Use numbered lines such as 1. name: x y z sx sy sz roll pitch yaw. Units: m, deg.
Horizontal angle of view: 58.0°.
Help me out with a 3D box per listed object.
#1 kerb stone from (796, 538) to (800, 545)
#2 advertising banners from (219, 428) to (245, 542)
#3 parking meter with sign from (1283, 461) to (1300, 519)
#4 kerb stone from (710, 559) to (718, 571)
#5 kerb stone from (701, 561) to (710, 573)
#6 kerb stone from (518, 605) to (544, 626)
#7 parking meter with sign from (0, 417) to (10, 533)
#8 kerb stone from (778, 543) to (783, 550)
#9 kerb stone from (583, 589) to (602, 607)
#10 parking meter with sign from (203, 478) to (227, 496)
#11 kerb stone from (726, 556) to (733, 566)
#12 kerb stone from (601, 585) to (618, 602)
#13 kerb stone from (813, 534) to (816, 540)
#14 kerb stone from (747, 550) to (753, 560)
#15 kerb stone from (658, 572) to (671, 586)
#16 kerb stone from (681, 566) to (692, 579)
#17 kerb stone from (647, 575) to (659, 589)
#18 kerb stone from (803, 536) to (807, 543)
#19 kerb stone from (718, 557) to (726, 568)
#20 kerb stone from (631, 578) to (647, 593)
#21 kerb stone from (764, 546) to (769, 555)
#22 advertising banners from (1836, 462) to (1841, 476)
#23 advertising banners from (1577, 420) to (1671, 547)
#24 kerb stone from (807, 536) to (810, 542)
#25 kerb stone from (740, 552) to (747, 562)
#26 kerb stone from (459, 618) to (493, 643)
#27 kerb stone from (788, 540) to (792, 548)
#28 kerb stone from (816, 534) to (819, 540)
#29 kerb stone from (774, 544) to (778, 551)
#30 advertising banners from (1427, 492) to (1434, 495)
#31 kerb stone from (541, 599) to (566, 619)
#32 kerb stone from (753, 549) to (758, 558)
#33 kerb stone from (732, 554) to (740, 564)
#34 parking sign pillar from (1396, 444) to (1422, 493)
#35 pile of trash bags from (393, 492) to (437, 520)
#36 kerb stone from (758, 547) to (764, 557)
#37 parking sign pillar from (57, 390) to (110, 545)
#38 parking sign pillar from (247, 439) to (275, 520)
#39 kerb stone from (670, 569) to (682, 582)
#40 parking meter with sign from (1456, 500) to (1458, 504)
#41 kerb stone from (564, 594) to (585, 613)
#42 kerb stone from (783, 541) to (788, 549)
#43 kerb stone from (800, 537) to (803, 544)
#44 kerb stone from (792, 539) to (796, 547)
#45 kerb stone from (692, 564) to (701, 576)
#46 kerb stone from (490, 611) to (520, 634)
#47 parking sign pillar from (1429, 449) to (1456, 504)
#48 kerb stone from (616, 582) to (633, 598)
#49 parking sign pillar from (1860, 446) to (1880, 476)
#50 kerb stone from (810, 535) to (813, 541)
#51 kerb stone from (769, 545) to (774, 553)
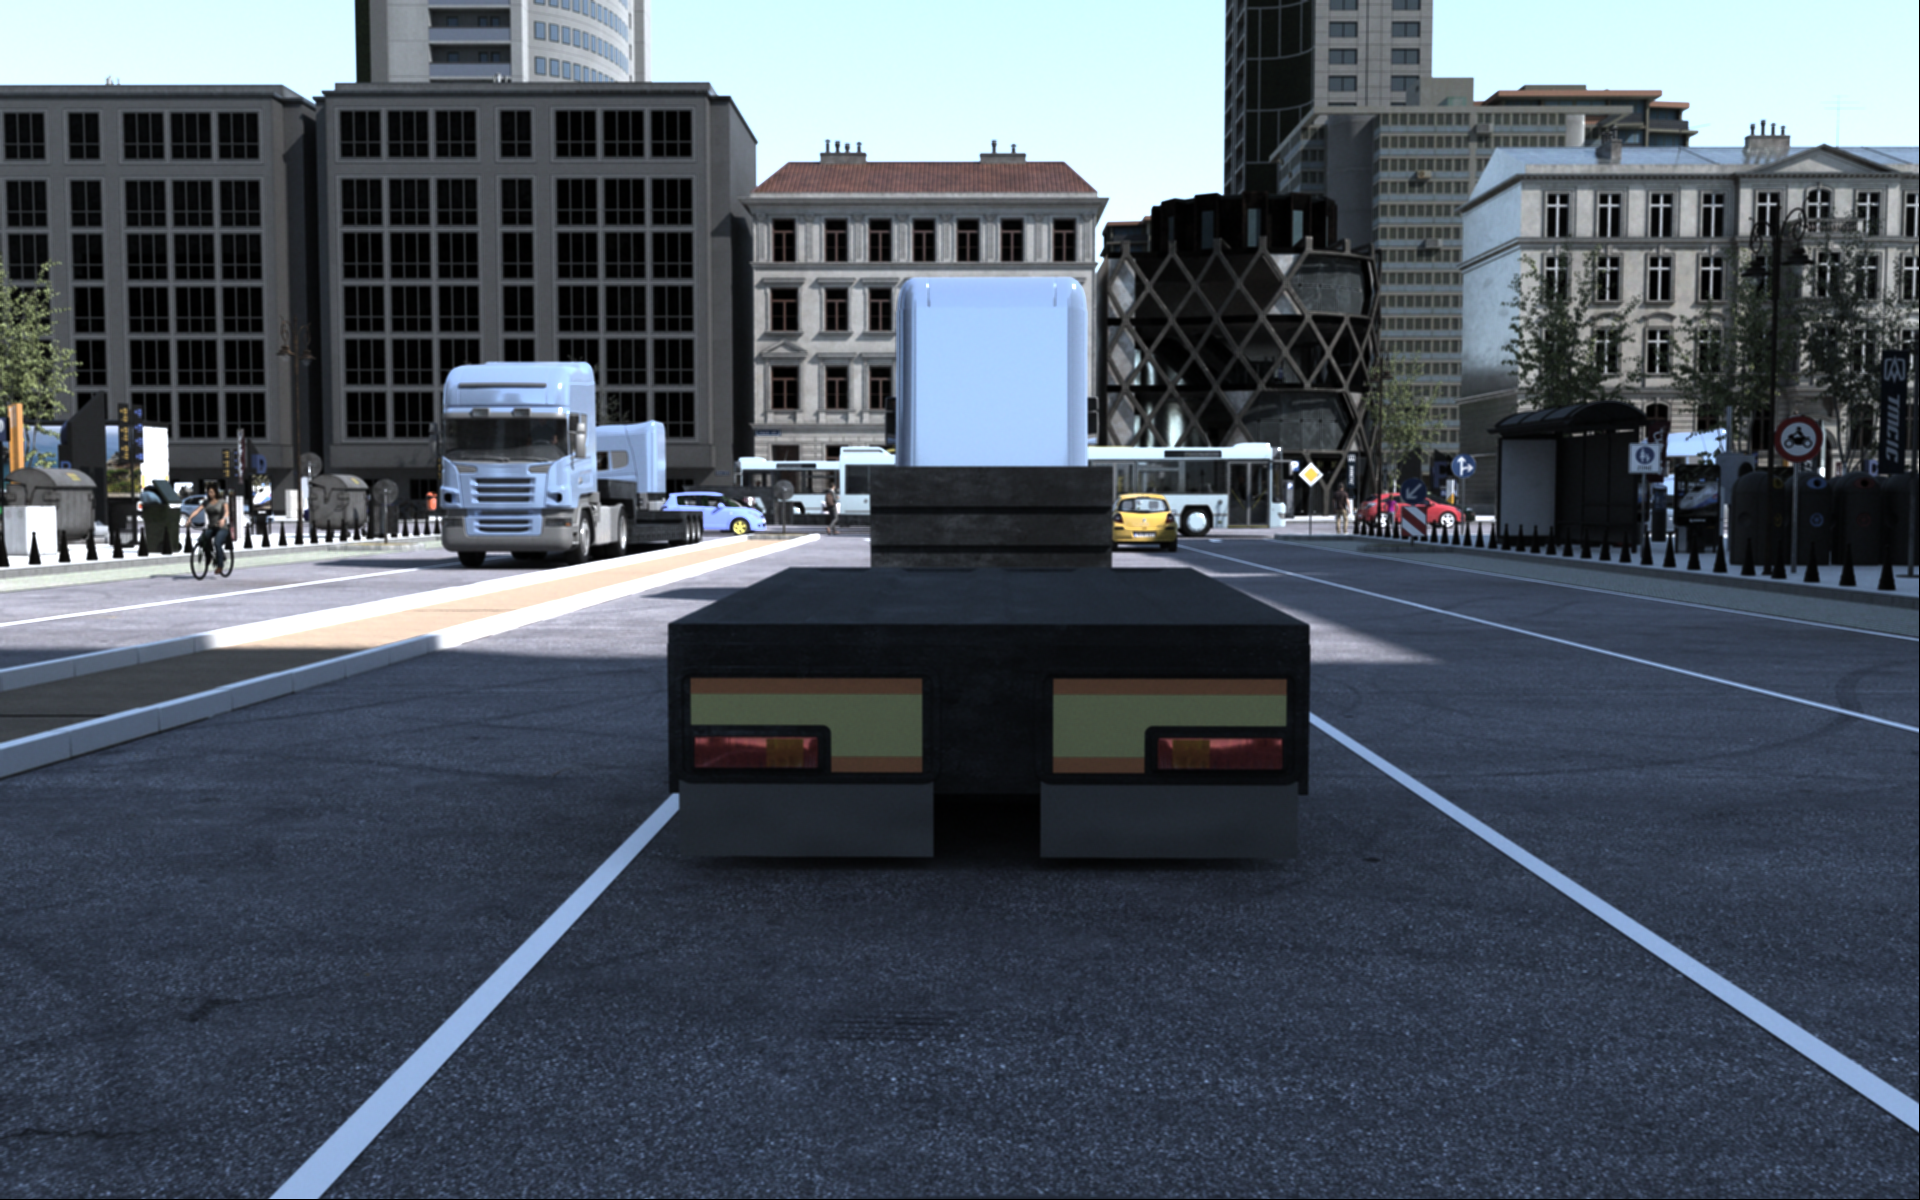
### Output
1. kerb stone: -4.620 -1.576 47.964 0.120 0.150 1.000 0 4 0
2. advertising banners: -19.726 -3.102 46.904 0.090 3.025 2.074 -3 5 -41
3. parking meter with sign: 17.345 -5.829 91.564 0.543 3.016 1.738 -1 4 -11
4. kerb stone: -4.721 -0.631 32.526 0.120 0.150 1.000 0 4 0
5. kerb stone: -4.728 -0.569 31.500 0.120 0.150 1.000 0 4 0
6. kerb stone: -4.816 0.187 19.152 0.120 0.150 1.000 0 4 0
7. parking meter with sign: -22.153 -2.593 38.657 0.543 3.016 1.738 2 4 26
8. kerb stone: -4.655 -1.324 43.839 0.120 0.150 1.000 0 4 0
9. kerb stone: -4.793 0.000 22.235 0.120 0.150 1.000 0 4 0
10. parking meter with sign: -41.889 -6.147 96.766 1.738 3.016 0.543 -2 4 -26
11. kerb stone: -4.711 -0.752 34.580 0.120 0.150 1.000 0 4 0
12. kerb stone: -4.793 -0.065 23.266 0.120 0.150 1.000 0 4 0
13. kerb stone: -4.591 -1.890 53.104 0.120 0.150 1.000 0 4 0
14. kerb stone: -4.686 -0.943 37.669 0.120 0.150 1.000 0 4 0
15. kerb stone: -4.756 -0.317 27.376 0.120 0.150 1.000 0 4 0
16. kerb stone: -4.746 -0.442 29.429 0.120 0.150 1.000 0 4 0
17. kerb stone: -4.767 -0.251 26.350 0.120 0.150 1.000 0 4 0
18. kerb stone: -4.614 -1.702 50.021 0.120 0.150 1.000 0 4 0
19. kerb stone: -4.719 -0.695 33.554 0.120 0.150 1.000 0 4 0
20. kerb stone: -4.769 -0.191 25.319 0.120 0.150 1.000 0 4 0
21. kerb stone: -4.666 -1.130 40.752 0.120 0.150 1.000 0 4 0
22. advertising banners: 47.869 -6.059 95.259 0.090 3.025 2.074 0 4 -2
23. advertising banners: 15.969 -2.782 41.680 2.074 3.025 0.090 2 4 30
24. kerb stone: -4.608 -1.765 51.048 0.120 0.150 1.000 0 4 0
25. kerb stone: -4.691 -0.883 36.637 0.120 0.150 1.000 0 4 0
26. kerb stone: -4.829 0.312 17.087 0.120 0.150 1.000 0 4 0
27. kerb stone: -4.636 -1.450 45.904 0.120 0.150 1.000 0 4 0
28. kerb stone: -4.577 -1.953 54.133 0.120 0.150 1.000 0 4 0
29. kerb stone: -4.666 -1.257 42.813 0.120 0.150 1.000 0 4 0
30. advertising banners: 25.865 -6.221 97.908 2.074 3.025 0.090 -1 4 -16
31. kerb stone: -4.804 0.123 20.178 0.120 0.150 1.000 0 4 0
32. kerb stone: -4.685 -1.009 38.695 0.120 0.150 1.000 0 4 0
33. kerb stone: -4.702 -0.820 35.606 0.120 0.150 1.000 0 4 0
34. parking sign pillar: 24.444 -6.468 94.231 1.447 3.967 1.447 2 4 25
35. pile of trash bags: -27.381 -4.704 86.657 1.912 1.369 3.447 1 4 22
36. kerb stone: -4.676 -1.072 39.721 0.120 0.150 1.000 0 4 0
37. parking sign pillar: -22.531 -3.426 44.491 1.447 3.967 1.447 1 4 10
38. parking sign pillar: -34.487 -5.907 85.051 1.447 3.967 1.447 0 4 1
39. kerb stone: -4.750 -0.380 28.402 0.120 0.150 1.000 0 4 0
40. parking meter with sign: 37.644 -8.421 133.949 1.738 3.016 0.543 2 4 34
41. kerb stone: -4.799 0.065 21.207 0.120 0.150 1.000 0 4 0
42. kerb stone: -4.642 -1.385 44.865 0.120 0.150 1.000 0 4 0
43. kerb stone: -4.618 -1.639 48.991 0.120 0.150 1.000 0 4 0
44. kerb stone: -4.633 -1.511 46.938 0.120 0.150 1.000 0 4 0
45. kerb stone: -4.733 -0.506 30.461 0.120 0.150 1.000 0 4 0
46. kerb stone: -4.818 0.249 18.123 0.120 0.150 1.000 0 4 0
47. parking sign pillar: 28.662 -6.971 102.450 1.447 3.967 1.447 2 4 29
48. kerb stone: -4.782 -0.128 24.293 0.120 0.150 1.000 0 4 0
49. parking sign pillar: 50.917 -6.632 96.904 1.447 3.967 1.447 -2 4 -33
50. kerb stone: -4.605 -1.828 52.076 0.120 0.150 1.000 0 4 0
51. kerb stone: -4.670 -1.197 41.778 0.120 0.150 1.000 0 4 0
